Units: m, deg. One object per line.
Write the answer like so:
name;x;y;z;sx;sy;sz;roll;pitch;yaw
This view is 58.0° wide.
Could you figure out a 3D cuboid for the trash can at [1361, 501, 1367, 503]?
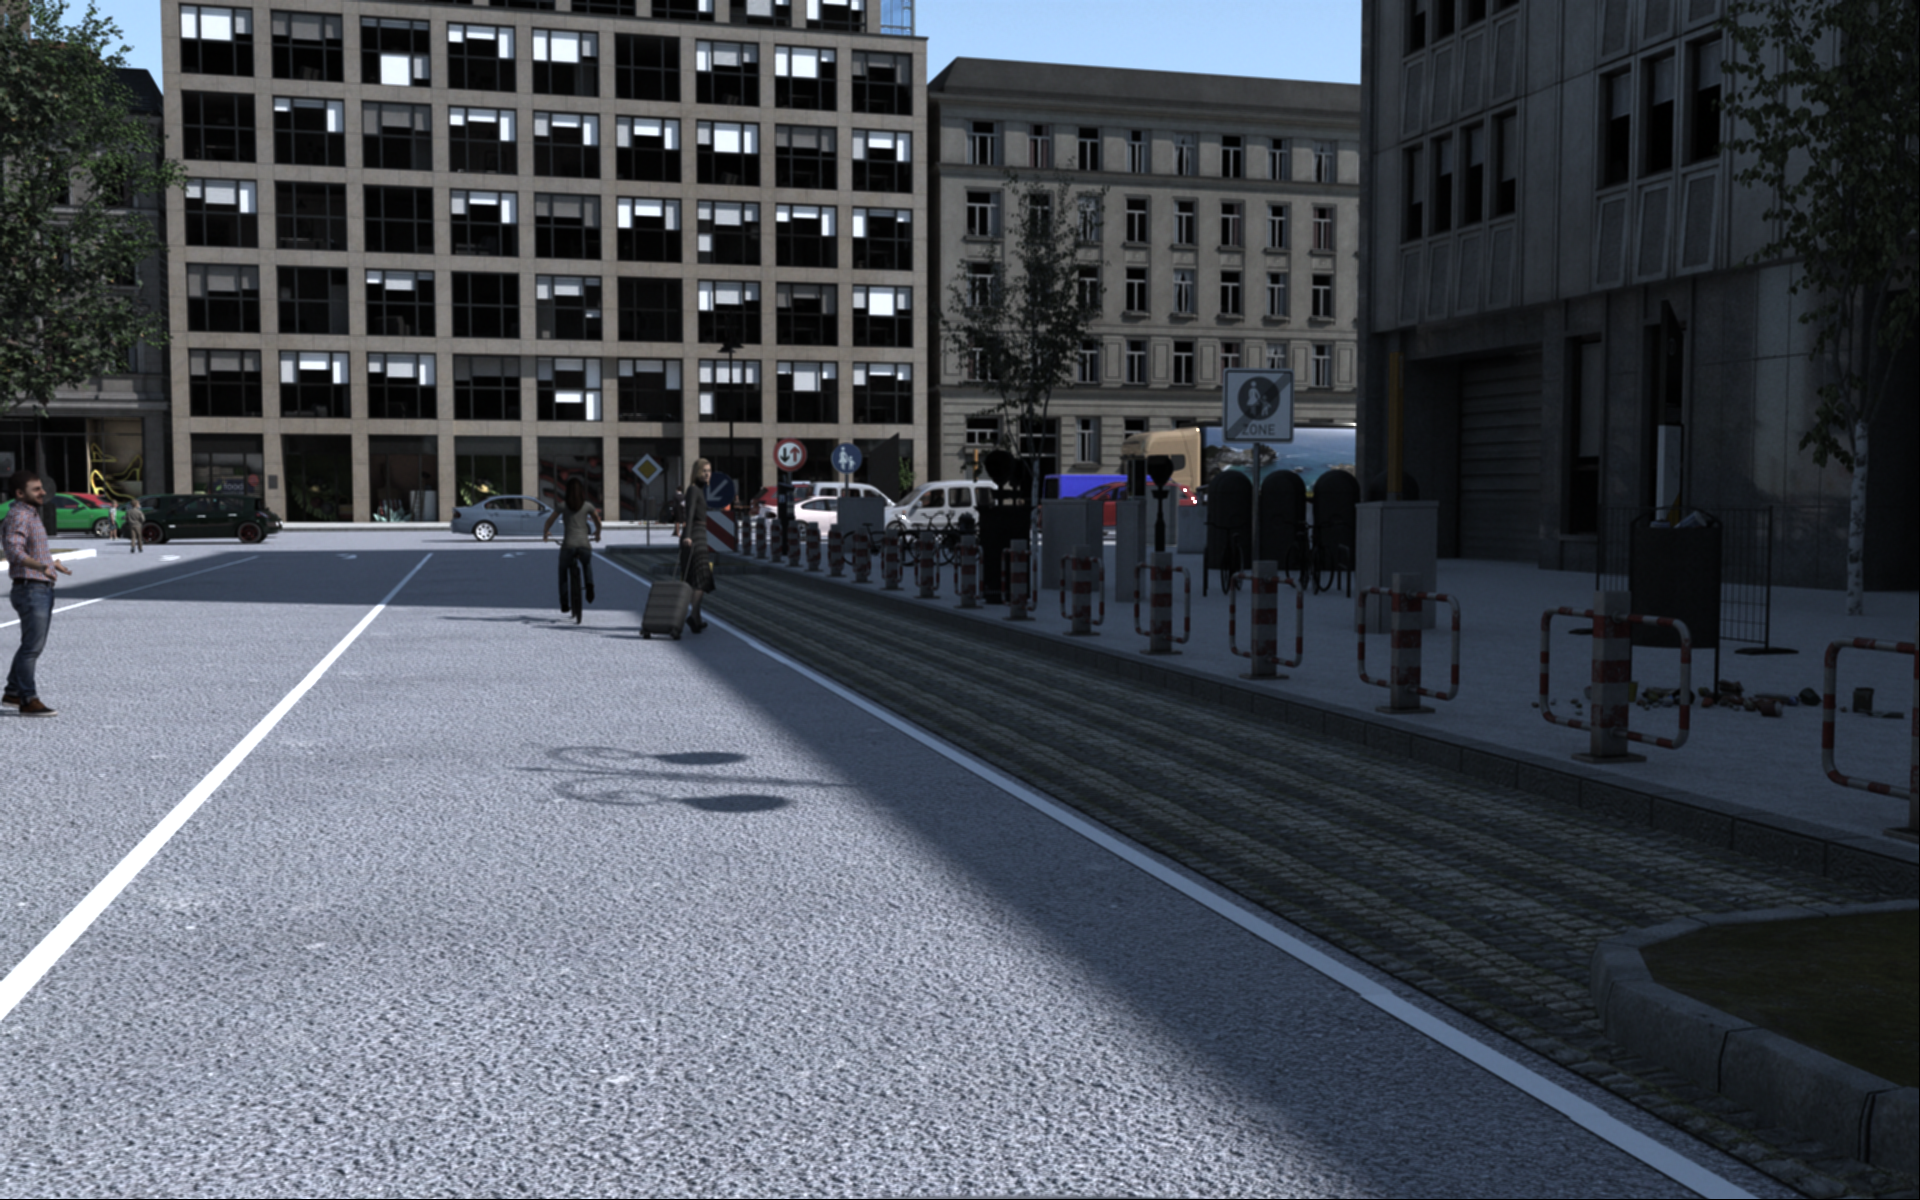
trash can;7.671;-1.329;33.380;0.748;1.137;0.748;0;3;0

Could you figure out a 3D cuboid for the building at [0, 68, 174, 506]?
building;-55.468;-13.724;75.295;40.483;20.767;10.553;-1;4;-15

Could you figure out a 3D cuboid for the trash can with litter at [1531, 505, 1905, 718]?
trash can with litter;4.693;0.041;10.382;2.233;1.210;1.678;2;4;27

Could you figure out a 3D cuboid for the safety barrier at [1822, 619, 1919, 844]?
safety barrier;3.635;0.479;6.443;0.300;0.817;1.120;-1;4;-15

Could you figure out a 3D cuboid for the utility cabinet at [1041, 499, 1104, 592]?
utility cabinet;1.502;-0.734;23.163;0.306;1.237;1.020;-2;4;-34

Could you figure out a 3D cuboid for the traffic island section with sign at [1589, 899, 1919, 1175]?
traffic island section with sign;2.760;0.263;4.331;1.989;1.847;2.006;-1;4;-15

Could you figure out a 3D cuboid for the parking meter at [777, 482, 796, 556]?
parking meter;-3.630;-1.700;36.205;0.372;1.533;0.369;0;3;0

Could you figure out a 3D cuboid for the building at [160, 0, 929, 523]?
building;-20.520;-17.387;88.792;34.151;26.468;19.350;-1;4;-15

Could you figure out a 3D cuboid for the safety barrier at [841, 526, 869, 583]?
safety barrier;-1.422;-0.656;25.006;0.300;0.817;1.120;-1;4;-15

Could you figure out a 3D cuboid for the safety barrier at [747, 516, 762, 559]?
safety barrier;-3.936;-1.222;34.256;0.300;0.817;1.120;-1;4;-15

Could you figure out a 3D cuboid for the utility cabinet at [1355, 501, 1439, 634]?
utility cabinet;4.099;-0.313;16.280;0.306;1.237;1.020;3;5;45

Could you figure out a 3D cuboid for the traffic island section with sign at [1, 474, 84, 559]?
traffic island section with sign;-20.938;-1.898;39.173;2.006;1.907;1.989;-1;4;-15

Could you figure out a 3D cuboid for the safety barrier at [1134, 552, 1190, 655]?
safety barrier;1.612;0.024;13.878;0.300;0.817;1.120;-1;4;-15

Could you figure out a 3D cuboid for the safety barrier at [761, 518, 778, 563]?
safety barrier;-3.437;-1.109;32.404;0.300;0.817;1.120;-1;4;-15

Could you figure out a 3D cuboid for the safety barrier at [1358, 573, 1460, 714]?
safety barrier;2.621;0.251;10.171;0.300;0.817;1.120;-1;4;-15

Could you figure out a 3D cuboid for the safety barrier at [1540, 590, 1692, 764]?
safety barrier;3.125;0.364;8.318;0.300;0.817;1.120;-1;4;-15

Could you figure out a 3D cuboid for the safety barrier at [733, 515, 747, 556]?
safety barrier;-4.446;-1.335;36.104;0.300;0.817;1.120;-1;4;-15

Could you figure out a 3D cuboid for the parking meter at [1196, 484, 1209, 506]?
parking meter;6.206;-2.190;44.214;0.372;1.533;0.369;0;3;0

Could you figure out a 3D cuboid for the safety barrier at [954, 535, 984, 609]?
safety barrier;0.095;-0.316;19.436;0.300;0.817;1.120;-1;4;-15

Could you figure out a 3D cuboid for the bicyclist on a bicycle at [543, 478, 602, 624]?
bicyclist on a bicycle;-4.354;-0.584;19.566;1.499;1.676;1.625;-1;4;-16

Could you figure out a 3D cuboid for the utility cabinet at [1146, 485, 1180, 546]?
utility cabinet;4.972;-2.098;42.984;0.318;1.500;1.173;-2;4;-31

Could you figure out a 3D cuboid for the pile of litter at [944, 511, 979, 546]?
pile of litter;0.344;-1.723;42.138;1.719;0.858;1.176;-1;4;-22

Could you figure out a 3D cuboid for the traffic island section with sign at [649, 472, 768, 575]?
traffic island section with sign;-4.600;-1.391;31.364;1.989;1.847;2.006;-1;4;-15

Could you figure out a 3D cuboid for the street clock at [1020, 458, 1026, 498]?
street clock;1.092;-1.844;34.719;0.358;2.002;0.471;3;4;36

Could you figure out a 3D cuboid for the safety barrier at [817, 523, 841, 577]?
safety barrier;-1.924;-0.769;26.856;0.300;0.817;1.120;-1;4;-15

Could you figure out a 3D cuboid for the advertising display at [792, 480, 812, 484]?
advertising display;-7.312;-4.557;79.728;0.974;1.923;0.123;-1;4;-12

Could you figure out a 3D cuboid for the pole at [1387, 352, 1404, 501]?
pole;6.274;-1.904;24.975;0.158;3.312;0.155;0;3;0

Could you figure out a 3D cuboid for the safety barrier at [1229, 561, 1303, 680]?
safety barrier;2.116;0.137;12.028;0.300;0.817;1.120;-1;4;-15

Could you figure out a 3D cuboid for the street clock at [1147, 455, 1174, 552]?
street clock;3.728;-1.693;32.251;0.471;2.002;0.358;1;4;13

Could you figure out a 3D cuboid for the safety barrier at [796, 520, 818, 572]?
safety barrier;-2.431;-0.883;28.705;0.300;0.817;1.120;-1;4;-15

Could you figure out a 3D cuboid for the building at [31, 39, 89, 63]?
building;-93.304;-30.976;161.077;28.867;44.769;22.147;-1;4;-15

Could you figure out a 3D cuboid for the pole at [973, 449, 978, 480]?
pole;0.706;-5.195;78.780;0.158;3.312;0.155;0;3;0

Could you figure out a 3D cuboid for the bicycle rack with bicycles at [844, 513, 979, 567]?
bicycle rack with bicycles;-0.419;-1.109;31.512;2.925;0.926;2.852;1;4;20

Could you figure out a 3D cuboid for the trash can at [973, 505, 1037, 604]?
trash can;0.525;-0.530;20.319;0.748;1.137;0.748;0;3;0

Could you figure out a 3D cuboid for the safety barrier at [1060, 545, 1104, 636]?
safety barrier;1.105;-0.089;15.730;0.300;0.817;1.120;-1;4;-15

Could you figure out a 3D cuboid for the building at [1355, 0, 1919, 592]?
building;16.389;-12.742;26.346;12.078;24.808;19.932;-1;4;-15

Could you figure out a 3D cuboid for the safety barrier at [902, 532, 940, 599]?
safety barrier;-0.408;-0.429;21.285;0.300;0.817;1.120;-1;4;-15

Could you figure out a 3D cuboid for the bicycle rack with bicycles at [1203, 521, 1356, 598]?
bicycle rack with bicycles;4.230;-0.562;22.569;2.852;0.926;2.925;1;4;10

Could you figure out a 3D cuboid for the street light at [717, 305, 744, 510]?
street light;-5.608;-4.261;42.455;0.468;5.910;1.993;-1;4;-15

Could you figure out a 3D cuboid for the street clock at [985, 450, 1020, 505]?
street clock;0.663;-1.462;28.467;0.471;2.002;0.358;1;4;21

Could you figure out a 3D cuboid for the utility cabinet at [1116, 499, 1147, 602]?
utility cabinet;2.065;-0.600;20.976;0.306;1.237;1.020;1;4;11

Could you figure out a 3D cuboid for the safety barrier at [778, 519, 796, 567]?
safety barrier;-2.932;-0.996;30.555;0.300;0.817;1.120;-1;4;-15

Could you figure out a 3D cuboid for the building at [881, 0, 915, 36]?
building;-16.238;-51.890;161.067;22.319;86.520;31.000;-1;4;-15

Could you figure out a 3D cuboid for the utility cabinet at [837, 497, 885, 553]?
utility cabinet;-2.177;-1.639;37.955;1.020;1.237;0.306;-1;4;-10

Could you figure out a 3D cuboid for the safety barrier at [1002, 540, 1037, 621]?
safety barrier;0.597;-0.202;17.585;0.300;0.817;1.120;-1;4;-15

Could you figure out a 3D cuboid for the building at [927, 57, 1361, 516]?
building;10.845;-16.062;95.895;30.059;22.955;16.112;-1;4;-15

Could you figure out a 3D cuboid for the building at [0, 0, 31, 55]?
building;-77.161;-29.175;127.116;14.600;45.320;14.200;-1;4;-15

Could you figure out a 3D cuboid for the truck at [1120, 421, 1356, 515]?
truck;11.184;-4.849;68.192;11.283;4.237;2.839;-1;4;-17

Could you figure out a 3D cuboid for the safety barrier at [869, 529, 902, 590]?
safety barrier;-0.913;-0.543;23.147;0.300;0.817;1.120;-1;4;-15
